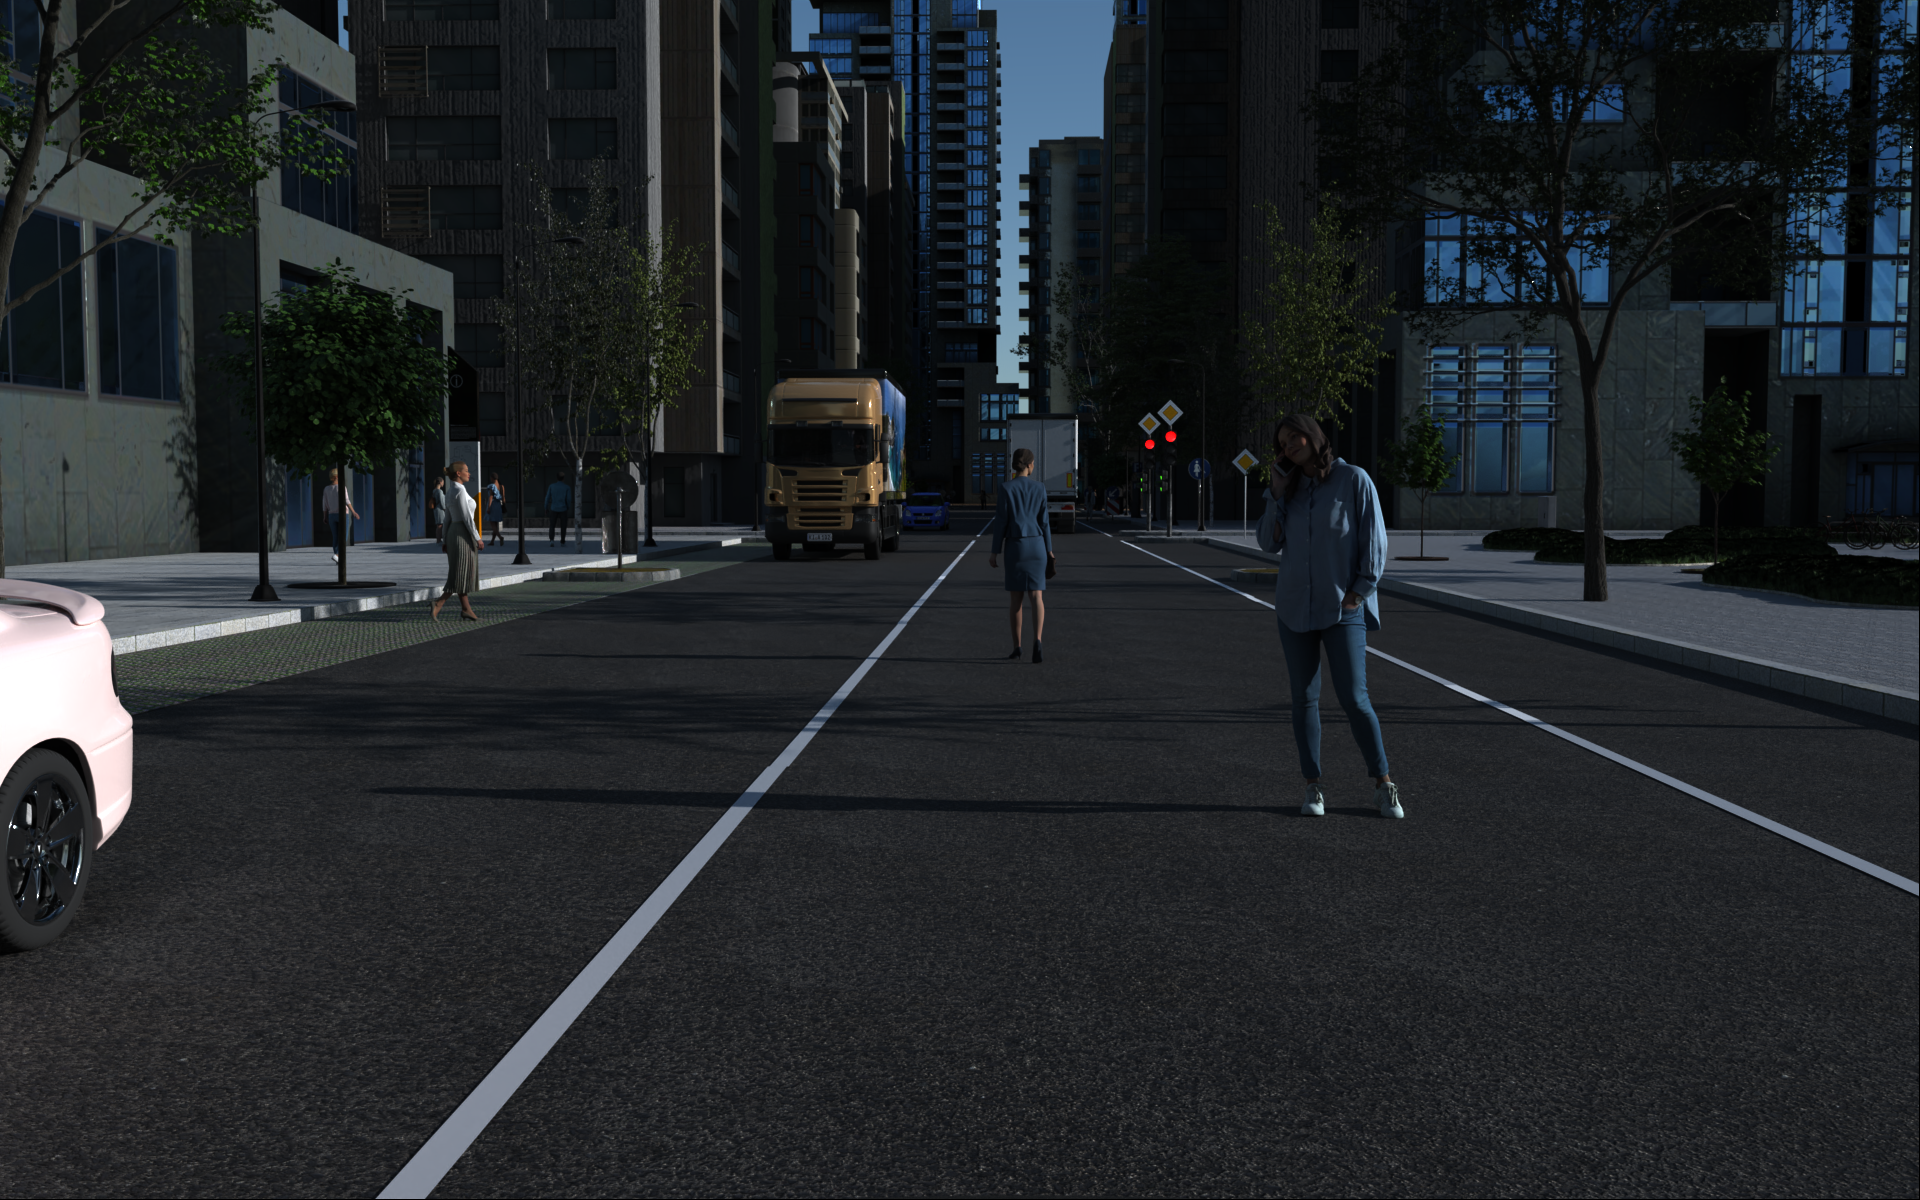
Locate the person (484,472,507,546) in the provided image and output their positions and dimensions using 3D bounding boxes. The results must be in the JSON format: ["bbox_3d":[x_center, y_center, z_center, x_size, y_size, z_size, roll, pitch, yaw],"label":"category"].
[{"bbox_3d":[-11.403,-2.234,42.657,0.778,1.811,0.616,3,5,44],"label":"person"}]

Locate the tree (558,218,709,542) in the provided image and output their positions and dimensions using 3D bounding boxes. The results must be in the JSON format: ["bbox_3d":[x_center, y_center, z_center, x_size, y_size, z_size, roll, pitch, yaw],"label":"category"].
[{"bbox_3d":[-8.519,-5.877,46.445,4.737,8.622,4.395,0,3,0],"label":"tree"}]

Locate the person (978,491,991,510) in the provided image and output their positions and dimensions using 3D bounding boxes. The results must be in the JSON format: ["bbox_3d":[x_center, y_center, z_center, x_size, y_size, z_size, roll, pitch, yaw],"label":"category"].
[{"bbox_3d":[2.192,-8.945,155.477,1.217,1.735,0.721,0,4,1],"label":"person"}]

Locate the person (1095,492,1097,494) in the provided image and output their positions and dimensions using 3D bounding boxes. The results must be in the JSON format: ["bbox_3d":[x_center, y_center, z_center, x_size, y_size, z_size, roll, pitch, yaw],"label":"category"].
[{"bbox_3d":[12.226,-9.154,158.943,0.697,1.427,0.421,3,4,36],"label":"person"}]

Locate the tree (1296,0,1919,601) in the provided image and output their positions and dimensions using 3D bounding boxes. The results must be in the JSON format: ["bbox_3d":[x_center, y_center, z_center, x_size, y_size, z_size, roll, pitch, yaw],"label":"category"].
[{"bbox_3d":[7.813,-5.283,20.791,8.767,10.594,7.601,2,4,26],"label":"tree"}]

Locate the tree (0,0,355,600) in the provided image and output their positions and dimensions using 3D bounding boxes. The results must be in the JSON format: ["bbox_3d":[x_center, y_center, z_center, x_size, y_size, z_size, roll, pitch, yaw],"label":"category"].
[{"bbox_3d":[-9.003,-5.510,15.846,9.928,11.665,9.643,0,3,0],"label":"tree"}]

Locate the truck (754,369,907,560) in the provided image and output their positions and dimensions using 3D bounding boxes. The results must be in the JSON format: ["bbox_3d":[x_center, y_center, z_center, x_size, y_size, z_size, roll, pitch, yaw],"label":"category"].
[{"bbox_3d":[-2.812,-3.190,41.076,2.839,4.237,11.283,0,4,1],"label":"truck"}]

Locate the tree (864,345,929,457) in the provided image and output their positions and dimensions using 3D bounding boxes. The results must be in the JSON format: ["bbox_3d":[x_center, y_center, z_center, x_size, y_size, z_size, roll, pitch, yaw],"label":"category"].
[{"bbox_3d":[-5.706,-11.928,120.770,9.928,11.665,9.643,0,3,0],"label":"tree"}]

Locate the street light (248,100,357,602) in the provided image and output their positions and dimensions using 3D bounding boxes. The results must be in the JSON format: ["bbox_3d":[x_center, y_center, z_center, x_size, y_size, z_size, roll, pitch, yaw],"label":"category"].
[{"bbox_3d":[-7.812,-2.939,20.598,1.470,5.913,1.316,0,4,2],"label":"street light"}]

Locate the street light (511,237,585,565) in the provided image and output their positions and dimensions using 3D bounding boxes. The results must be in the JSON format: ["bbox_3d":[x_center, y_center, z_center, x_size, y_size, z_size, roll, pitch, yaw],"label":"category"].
[{"bbox_3d":[-7.463,-3.602,31.433,1.470,5.913,1.316,0,4,2],"label":"street light"}]

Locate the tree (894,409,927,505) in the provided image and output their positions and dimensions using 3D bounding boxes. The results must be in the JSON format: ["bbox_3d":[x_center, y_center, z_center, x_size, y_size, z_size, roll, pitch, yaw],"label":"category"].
[{"bbox_3d":[-4.730,-11.083,131.571,4.360,8.622,3.978,0,3,0],"label":"tree"}]

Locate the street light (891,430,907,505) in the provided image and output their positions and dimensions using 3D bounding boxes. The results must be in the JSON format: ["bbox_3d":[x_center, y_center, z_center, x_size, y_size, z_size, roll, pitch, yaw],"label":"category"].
[{"bbox_3d":[-4.410,-9.371,125.755,1.470,5.913,1.316,0,4,2],"label":"street light"}]

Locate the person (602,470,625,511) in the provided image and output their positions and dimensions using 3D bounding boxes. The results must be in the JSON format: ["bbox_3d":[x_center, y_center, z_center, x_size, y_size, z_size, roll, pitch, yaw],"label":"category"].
[{"bbox_3d":[-7.603,-1.951,38.131,0.537,1.800,0.526,0,4,-7],"label":"person"}]

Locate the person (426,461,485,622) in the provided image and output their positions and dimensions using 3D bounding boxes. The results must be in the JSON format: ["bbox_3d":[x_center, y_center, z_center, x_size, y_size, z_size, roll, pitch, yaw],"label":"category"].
[{"bbox_3d":[-5.627,-0.646,19.292,0.641,1.798,0.478,-1,4,-23],"label":"person"}]

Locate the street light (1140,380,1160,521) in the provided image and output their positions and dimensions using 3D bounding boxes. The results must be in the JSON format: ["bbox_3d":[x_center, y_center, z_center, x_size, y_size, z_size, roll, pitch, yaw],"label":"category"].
[{"bbox_3d":[8.241,-5.994,70.537,1.470,5.913,1.316,0,4,2],"label":"street light"}]

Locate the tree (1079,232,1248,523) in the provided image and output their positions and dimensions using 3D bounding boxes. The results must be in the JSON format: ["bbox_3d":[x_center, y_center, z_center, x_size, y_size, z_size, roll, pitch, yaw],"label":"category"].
[{"bbox_3d":[9.101,-9.662,76.094,7.486,12.596,7.792,0,3,0],"label":"tree"}]

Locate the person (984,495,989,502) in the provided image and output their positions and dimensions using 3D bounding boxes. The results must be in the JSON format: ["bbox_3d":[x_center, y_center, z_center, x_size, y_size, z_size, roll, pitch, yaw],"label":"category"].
[{"bbox_3d":[2.543,-10.549,181.807,1.217,1.723,0.721,0,4,7],"label":"person"}]

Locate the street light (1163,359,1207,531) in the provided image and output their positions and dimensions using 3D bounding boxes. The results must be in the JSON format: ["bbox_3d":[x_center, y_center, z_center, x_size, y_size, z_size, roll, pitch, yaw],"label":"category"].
[{"bbox_3d":[7.858,-5.343,59.899,1.470,5.913,1.316,0,4,2],"label":"street light"}]

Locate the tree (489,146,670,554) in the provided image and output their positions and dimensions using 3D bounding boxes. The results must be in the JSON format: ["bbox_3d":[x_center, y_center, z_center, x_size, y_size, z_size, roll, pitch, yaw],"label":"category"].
[{"bbox_3d":[-8.250,-5.313,37.237,4.360,8.622,3.978,0,3,0],"label":"tree"}]

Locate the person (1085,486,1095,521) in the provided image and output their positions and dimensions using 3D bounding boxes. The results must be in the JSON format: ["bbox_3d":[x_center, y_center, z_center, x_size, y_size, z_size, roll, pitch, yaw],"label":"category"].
[{"bbox_3d":[6.651,-4.912,88.695,0.514,1.842,0.818,0,4,-3],"label":"person"}]

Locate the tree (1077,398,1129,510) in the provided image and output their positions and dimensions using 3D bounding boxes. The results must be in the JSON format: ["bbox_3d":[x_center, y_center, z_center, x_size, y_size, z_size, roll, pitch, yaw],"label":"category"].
[{"bbox_3d":[10.638,-10.926,128.995,4.360,8.622,3.978,0,3,0],"label":"tree"}]

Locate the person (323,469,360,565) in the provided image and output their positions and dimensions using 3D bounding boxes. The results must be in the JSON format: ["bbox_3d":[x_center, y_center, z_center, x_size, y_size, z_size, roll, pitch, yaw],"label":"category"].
[{"bbox_3d":[-11.149,-1.492,31.115,0.731,1.740,0.598,0,4,1],"label":"person"}]

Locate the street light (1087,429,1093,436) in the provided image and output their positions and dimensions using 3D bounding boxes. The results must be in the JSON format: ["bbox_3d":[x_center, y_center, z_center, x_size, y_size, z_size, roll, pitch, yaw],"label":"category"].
[{"bbox_3d":[10.009,-9.270,124.104,1.470,5.913,1.316,0,4,2],"label":"street light"}]

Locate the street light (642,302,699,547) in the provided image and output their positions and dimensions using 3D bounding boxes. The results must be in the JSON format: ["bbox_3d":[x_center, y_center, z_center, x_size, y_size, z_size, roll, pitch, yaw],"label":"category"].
[{"bbox_3d":[-7.032,-4.255,42.118,1.470,5.913,1.316,0,4,2],"label":"street light"}]

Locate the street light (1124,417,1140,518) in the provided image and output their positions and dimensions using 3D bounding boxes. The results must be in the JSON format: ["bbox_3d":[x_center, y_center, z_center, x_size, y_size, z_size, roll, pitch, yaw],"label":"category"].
[{"bbox_3d":[8.644,-6.671,81.615,1.470,5.913,1.316,0,4,2],"label":"street light"}]

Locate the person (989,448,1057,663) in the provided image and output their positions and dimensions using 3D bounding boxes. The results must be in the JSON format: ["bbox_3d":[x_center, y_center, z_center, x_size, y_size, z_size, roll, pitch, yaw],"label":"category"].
[{"bbox_3d":[0.539,-0.385,14.814,0.581,1.822,0.654,0,4,-1],"label":"person"}]

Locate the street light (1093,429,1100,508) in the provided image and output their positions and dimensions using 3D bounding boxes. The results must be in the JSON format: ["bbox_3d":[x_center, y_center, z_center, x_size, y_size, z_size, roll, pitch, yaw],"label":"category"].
[{"bbox_3d":[9.666,-8.628,113.613,1.470,5.913,1.316,0,4,2],"label":"street light"}]

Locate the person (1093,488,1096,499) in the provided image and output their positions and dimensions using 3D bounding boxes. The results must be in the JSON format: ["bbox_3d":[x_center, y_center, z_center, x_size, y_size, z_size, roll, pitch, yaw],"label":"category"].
[{"bbox_3d":[10.905,-8.114,139.419,0.721,1.735,1.217,0,4,-5],"label":"person"}]

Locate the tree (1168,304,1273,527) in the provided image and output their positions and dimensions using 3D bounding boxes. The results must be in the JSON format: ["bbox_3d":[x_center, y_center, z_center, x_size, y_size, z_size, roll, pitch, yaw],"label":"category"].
[{"bbox_3d":[9.842,-7.125,66.855,4.360,8.622,3.978,0,3,0],"label":"tree"}]

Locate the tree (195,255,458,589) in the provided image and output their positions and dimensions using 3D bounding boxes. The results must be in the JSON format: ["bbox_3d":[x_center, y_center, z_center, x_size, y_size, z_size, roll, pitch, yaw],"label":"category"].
[{"bbox_3d":[-8.661,-2.458,23.906,4.285,4.588,4.351,0,3,0],"label":"tree"}]

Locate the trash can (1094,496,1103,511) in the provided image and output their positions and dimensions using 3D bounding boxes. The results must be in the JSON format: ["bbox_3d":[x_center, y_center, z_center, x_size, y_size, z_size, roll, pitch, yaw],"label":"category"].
[{"bbox_3d":[10.617,-7.420,132.969,0.748,1.137,0.748,0,3,0],"label":"trash can"}]

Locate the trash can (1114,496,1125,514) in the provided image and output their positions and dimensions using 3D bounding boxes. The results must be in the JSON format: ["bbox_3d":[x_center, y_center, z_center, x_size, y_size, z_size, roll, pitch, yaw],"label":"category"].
[{"bbox_3d":[10.013,-5.966,109.205,0.748,1.137,0.748,0,3,0],"label":"trash can"}]

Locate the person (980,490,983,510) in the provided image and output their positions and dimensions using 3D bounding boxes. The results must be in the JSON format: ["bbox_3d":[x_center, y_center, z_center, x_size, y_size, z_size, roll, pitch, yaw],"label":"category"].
[{"bbox_3d":[2.019,-9.265,159.991,0.705,1.823,1.348,0,4,-6],"label":"person"}]

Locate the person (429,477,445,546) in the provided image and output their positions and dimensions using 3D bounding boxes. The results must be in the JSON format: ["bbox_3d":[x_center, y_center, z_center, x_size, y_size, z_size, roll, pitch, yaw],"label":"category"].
[{"bbox_3d":[-12.783,-2.170,42.525,0.522,1.701,0.512,-3,5,-41],"label":"person"}]

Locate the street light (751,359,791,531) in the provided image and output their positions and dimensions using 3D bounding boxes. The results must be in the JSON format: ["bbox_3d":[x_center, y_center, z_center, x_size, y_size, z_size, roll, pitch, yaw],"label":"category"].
[{"bbox_3d":[-6.520,-5.338,59.819,1.470,5.913,1.316,0,4,2],"label":"street light"}]

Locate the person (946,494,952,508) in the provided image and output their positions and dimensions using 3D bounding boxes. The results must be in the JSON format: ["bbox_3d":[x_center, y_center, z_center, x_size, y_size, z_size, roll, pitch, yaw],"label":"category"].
[{"bbox_3d":[-1.227,-10.334,180.645,0.799,1.438,0.628,-2,4,-29],"label":"person"}]

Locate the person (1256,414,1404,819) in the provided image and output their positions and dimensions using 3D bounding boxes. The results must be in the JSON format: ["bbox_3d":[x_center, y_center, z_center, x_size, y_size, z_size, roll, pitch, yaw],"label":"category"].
[{"bbox_3d":[1.669,0.061,7.770,0.793,1.790,0.793,0,4,5],"label":"person"}]

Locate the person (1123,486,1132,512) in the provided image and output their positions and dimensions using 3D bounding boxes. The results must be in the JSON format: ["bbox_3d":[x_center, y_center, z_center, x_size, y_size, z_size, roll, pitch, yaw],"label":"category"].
[{"bbox_3d":[11.941,-7.163,123.127,0.822,1.834,0.622,2,4,24],"label":"person"}]

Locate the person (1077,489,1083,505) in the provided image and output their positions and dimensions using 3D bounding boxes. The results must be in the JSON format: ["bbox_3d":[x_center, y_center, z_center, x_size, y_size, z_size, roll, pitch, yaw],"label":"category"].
[{"bbox_3d":[13.427,-11.662,196.726,1.348,1.822,0.705,2,4,31],"label":"person"}]

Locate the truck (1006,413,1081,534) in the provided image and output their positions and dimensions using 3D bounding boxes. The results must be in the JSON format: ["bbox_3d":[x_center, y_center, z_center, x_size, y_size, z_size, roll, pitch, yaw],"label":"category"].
[{"bbox_3d":[3.204,-4.694,65.664,2.839,4.237,11.283,0,4,4],"label":"truck"}]

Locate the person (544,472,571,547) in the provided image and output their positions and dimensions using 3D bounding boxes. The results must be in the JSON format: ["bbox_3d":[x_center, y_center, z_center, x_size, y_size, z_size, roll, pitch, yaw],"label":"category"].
[{"bbox_3d":[-9.819,-2.214,42.264,0.660,1.820,0.620,0,4,-5],"label":"person"}]

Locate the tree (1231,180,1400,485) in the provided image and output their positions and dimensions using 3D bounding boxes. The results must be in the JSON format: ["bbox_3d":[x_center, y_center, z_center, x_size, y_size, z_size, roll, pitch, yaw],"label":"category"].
[{"bbox_3d":[8.349,-5.579,41.580,4.737,8.622,4.395,0,3,0],"label":"tree"}]

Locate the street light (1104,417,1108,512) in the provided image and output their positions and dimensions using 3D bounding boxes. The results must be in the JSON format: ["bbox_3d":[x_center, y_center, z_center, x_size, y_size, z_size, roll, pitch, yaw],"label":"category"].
[{"bbox_3d":[9.342,-7.955,102.597,1.470,5.913,1.316,0,4,2],"label":"street light"}]
